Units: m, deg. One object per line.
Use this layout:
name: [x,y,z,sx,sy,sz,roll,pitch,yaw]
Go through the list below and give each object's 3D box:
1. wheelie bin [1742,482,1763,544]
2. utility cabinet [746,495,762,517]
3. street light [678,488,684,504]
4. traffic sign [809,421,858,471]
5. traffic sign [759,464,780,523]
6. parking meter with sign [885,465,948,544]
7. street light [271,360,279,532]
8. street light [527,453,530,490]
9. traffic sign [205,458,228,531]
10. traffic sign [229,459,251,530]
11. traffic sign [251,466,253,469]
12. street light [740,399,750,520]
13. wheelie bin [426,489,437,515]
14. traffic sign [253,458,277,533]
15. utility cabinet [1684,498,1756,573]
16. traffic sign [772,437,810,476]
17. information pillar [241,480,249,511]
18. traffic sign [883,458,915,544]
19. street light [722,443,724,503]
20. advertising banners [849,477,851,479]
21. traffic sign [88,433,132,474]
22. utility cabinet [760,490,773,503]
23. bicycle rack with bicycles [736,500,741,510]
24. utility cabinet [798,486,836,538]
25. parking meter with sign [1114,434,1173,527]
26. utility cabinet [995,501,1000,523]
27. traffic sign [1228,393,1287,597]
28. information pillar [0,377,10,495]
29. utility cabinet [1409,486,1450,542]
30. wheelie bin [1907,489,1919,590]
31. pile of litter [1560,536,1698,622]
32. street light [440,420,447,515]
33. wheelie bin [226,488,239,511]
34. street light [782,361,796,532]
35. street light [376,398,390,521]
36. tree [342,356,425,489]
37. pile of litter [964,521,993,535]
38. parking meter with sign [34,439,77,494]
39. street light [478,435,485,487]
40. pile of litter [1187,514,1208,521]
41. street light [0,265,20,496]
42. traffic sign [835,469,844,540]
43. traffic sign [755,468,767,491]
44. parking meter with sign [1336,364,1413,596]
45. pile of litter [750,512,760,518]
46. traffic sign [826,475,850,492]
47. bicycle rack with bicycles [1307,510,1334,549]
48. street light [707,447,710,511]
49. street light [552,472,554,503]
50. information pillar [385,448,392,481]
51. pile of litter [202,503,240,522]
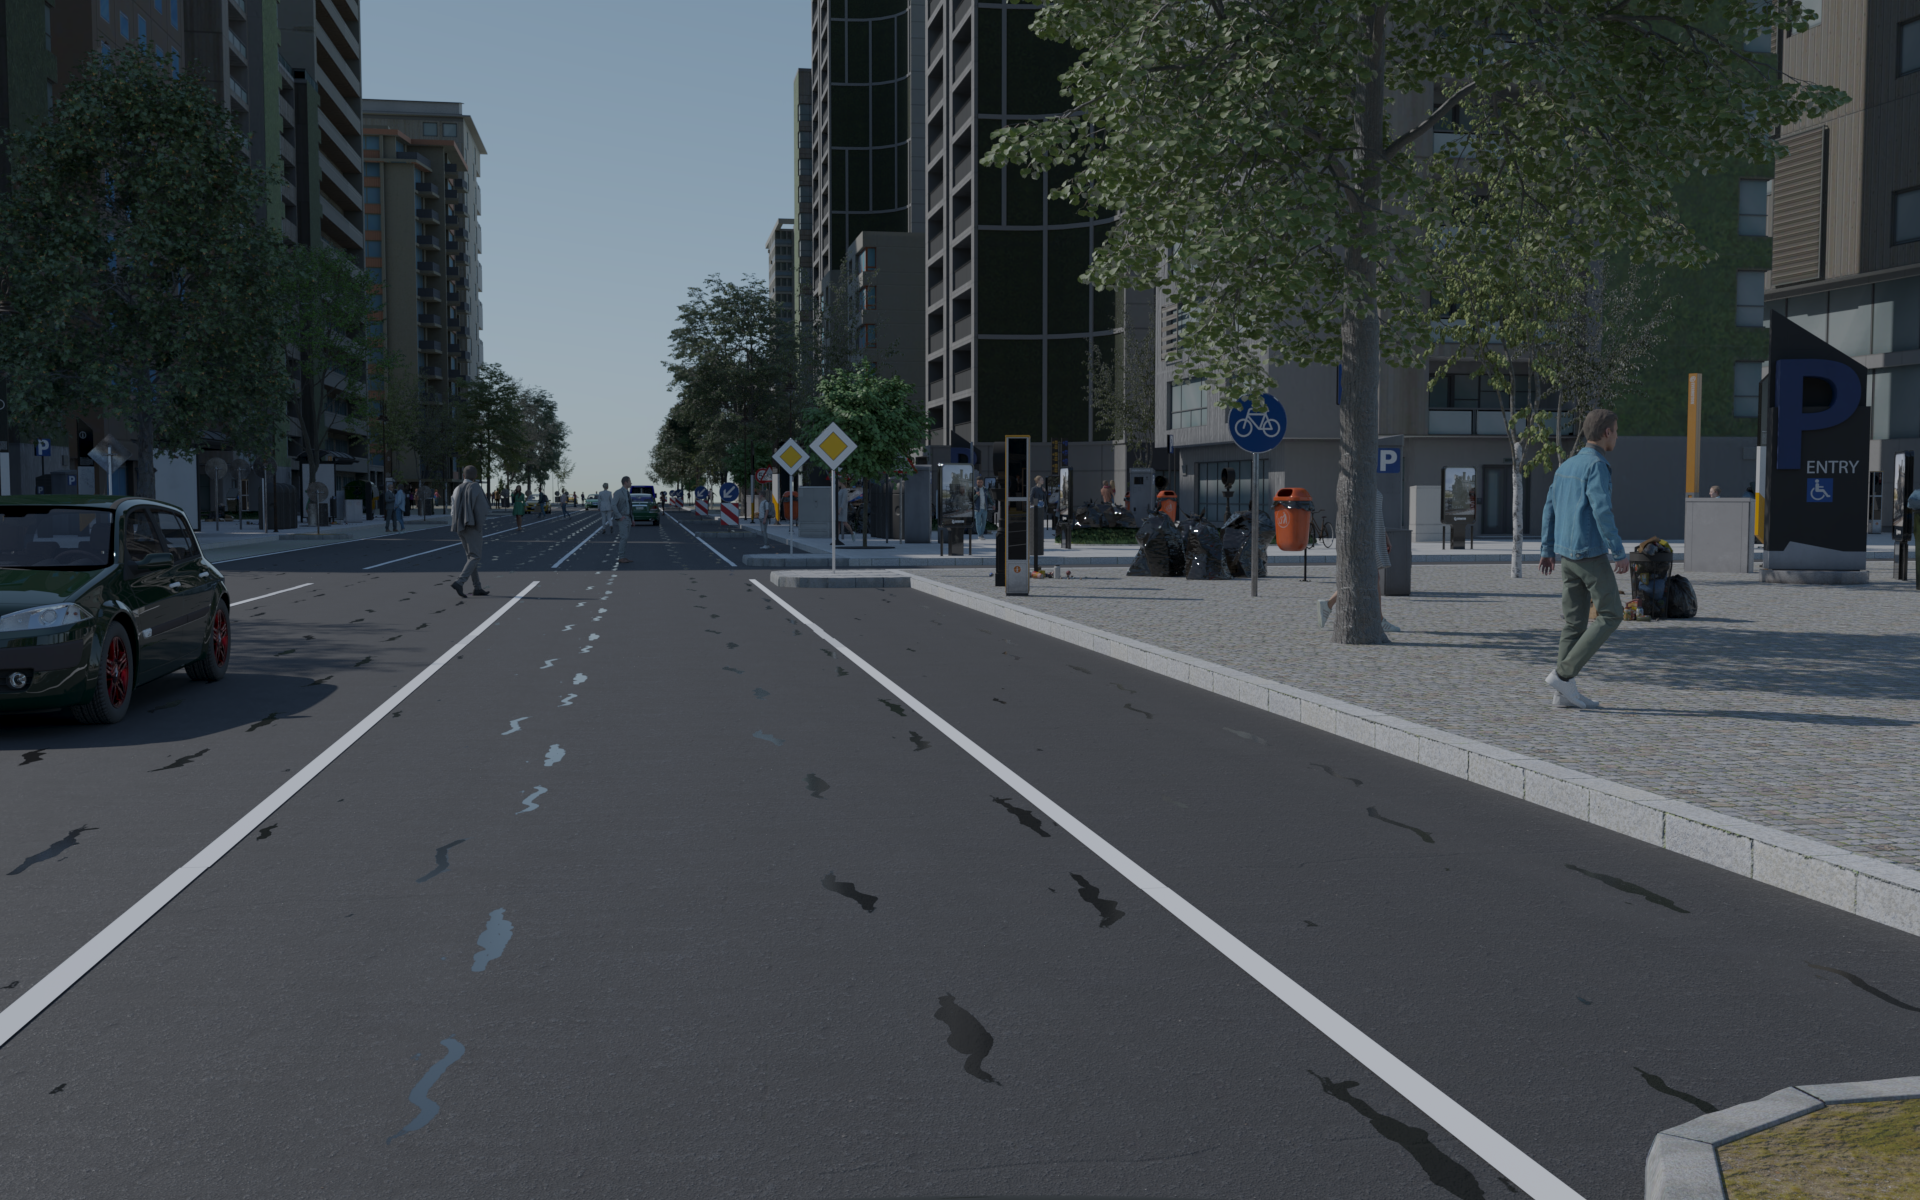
wheelie bin: [20.575,-2.244,44.596,0.980,1.594,0.693,-1,4,-12]
utility cabinet: [-11.589,-5.267,97.279,1.020,1.237,0.306,2,4,35]
street light: [-34.375,-14.822,215.132,0.468,5.910,1.993,-1,4,-10]
traffic sign: [-2.008,-1.566,27.789,0.795,2.593,0.064,-1,4,-10]
traffic sign: [-8.315,-4.628,75.666,0.884,2.594,0.081,0,4,-8]
parking meter with sign: [-1.078,-2.979,44.971,1.738,3.016,0.543,0,4,5]
street light: [-23.012,-5.217,58.084,0.468,5.910,1.993,-1,4,-10]
street light: [-47.395,-13.297,190.187,0.468,5.910,1.993,-1,4,-10]
traffic sign: [-25.911,-3.685,60.362,0.768,2.556,0.104,0,4,-3]
traffic sign: [-25.952,-3.811,62.424,0.768,2.556,0.104,0,4,-1]
traffic sign: [-23.968,-3.659,59.550,0.795,2.593,0.064,0,4,-2]
street light: [-10.485,-6.836,84.560,0.468,5.910,1.993,-1,4,-10]
wheelie bin: [-32.522,-5.998,105.969,0.980,1.594,0.693,-1,4,-14]
traffic sign: [-22.778,-3.468,56.801,0.768,2.556,0.104,-1,4,-9]
utility cabinet: [12.469,-1.056,28.432,1.020,1.237,0.306,3,5,41]
traffic sign: [-3.454,-2.046,35.642,0.795,2.593,0.064,-1,4,-10]
information pillar: [-36.618,-5.150,88.700,0.304,2.012,0.304,0,4,-6]
traffic sign: [-1.517,-2.707,44.264,0.884,2.594,0.081,0,4,-1]
street light: [-15.019,-8.364,109.539,0.468,5.910,1.993,-1,4,-10]
advertising banners: [-5.880,-5.789,90.842,0.090,3.025,2.074,-1,4,-12]
traffic sign: [-16.337,-1.903,33.300,0.795,2.593,0.064,-1,4,-10]
utility cabinet: [-11.253,-5.652,101.088,0.318,1.500,1.173,-2,4,-35]
bicycle rack with bicycles: [-12.913,-5.718,106.878,2.852,0.926,2.925,0,4,6]
utility cabinet: [-4.183,-2.560,50.542,1.173,1.500,0.318,2,4,35]
parking meter with sign: [5.363,-3.349,51.009,1.738,3.016,0.543,1,4,18]
utility cabinet: [1.826,-4.044,77.287,0.306,1.237,1.020,3,5,44]
traffic sign: [3.687,-1.315,21.607,0.768,2.556,0.104,-1,4,-9]
information pillar: [-19.239,-2.644,34.587,0.504,3.616,0.183,-2,4,-30]
utility cabinet: [12.458,-2.271,45.809,1.173,1.500,0.318,-1,4,-21]
wheelie bin: [13.045,-0.921,22.960,0.980,1.594,0.693,0,4,2]
pile of litter: [6.918,-0.244,17.958,1.719,0.858,1.176,-1,4,-19]
street light: [-32.372,-8.302,108.525,0.468,5.910,1.993,-1,4,-10]
wheelie bin: [-37.567,-5.004,89.719,0.980,1.594,0.693,1,4,13]
street light: [-5.749,-5.262,58.813,0.468,5.910,1.993,-1,4,-10]
street light: [-27.606,-6.744,83.052,0.468,5.910,1.993,-1,4,-10]
tree: [-30.050,-8.617,91.250,4.737,8.622,4.395,0,3,0]
pile of litter: [0.283,-2.532,55.368,1.176,0.858,1.719,-3,5,-40]
parking meter with sign: [-28.090,-3.548,54.275,1.738,3.016,0.543,1,4,20]
street light: [-36.891,-9.830,133.507,0.468,5.910,1.993,-1,4,-10]
pile of litter: [5.380,-1.472,38.030,1.176,0.858,1.719,-2,4,-27]
street light: [-18.431,-3.690,33.113,0.468,5.910,1.993,-1,4,-10]
traffic sign: [-3.306,-2.976,48.769,0.768,2.556,0.104,0,4,-2]
traffic sign: [-9.662,-5.189,84.938,0.768,2.556,0.104,0,4,-2]
parking meter with sign: [5.421,-1.605,22.500,0.543,3.016,1.738,0,4,-7]
pile of litter: [-10.914,-4.908,94.213,1.176,0.858,1.719,1,4,17]
traffic sign: [-4.528,-3.928,64.225,0.884,2.594,0.081,0,4,-1]
bicycle rack with bicycles: [9.068,-1.659,40.501,2.852,0.926,2.925,2,4,28]
street light: [-19.649,-9.916,134.907,0.468,5.910,1.993,-1,4,-10]
street light: [-56.630,-16.398,240.887,0.468,5.910,1.993,-1,4,-10]
information pillar: [-29.011,-5.906,87.921,0.504,3.616,0.183,2,4,23]
pile of litter: [-34.307,-4.070,80.509,1.719,0.858,1.176,-1,4,-15]
